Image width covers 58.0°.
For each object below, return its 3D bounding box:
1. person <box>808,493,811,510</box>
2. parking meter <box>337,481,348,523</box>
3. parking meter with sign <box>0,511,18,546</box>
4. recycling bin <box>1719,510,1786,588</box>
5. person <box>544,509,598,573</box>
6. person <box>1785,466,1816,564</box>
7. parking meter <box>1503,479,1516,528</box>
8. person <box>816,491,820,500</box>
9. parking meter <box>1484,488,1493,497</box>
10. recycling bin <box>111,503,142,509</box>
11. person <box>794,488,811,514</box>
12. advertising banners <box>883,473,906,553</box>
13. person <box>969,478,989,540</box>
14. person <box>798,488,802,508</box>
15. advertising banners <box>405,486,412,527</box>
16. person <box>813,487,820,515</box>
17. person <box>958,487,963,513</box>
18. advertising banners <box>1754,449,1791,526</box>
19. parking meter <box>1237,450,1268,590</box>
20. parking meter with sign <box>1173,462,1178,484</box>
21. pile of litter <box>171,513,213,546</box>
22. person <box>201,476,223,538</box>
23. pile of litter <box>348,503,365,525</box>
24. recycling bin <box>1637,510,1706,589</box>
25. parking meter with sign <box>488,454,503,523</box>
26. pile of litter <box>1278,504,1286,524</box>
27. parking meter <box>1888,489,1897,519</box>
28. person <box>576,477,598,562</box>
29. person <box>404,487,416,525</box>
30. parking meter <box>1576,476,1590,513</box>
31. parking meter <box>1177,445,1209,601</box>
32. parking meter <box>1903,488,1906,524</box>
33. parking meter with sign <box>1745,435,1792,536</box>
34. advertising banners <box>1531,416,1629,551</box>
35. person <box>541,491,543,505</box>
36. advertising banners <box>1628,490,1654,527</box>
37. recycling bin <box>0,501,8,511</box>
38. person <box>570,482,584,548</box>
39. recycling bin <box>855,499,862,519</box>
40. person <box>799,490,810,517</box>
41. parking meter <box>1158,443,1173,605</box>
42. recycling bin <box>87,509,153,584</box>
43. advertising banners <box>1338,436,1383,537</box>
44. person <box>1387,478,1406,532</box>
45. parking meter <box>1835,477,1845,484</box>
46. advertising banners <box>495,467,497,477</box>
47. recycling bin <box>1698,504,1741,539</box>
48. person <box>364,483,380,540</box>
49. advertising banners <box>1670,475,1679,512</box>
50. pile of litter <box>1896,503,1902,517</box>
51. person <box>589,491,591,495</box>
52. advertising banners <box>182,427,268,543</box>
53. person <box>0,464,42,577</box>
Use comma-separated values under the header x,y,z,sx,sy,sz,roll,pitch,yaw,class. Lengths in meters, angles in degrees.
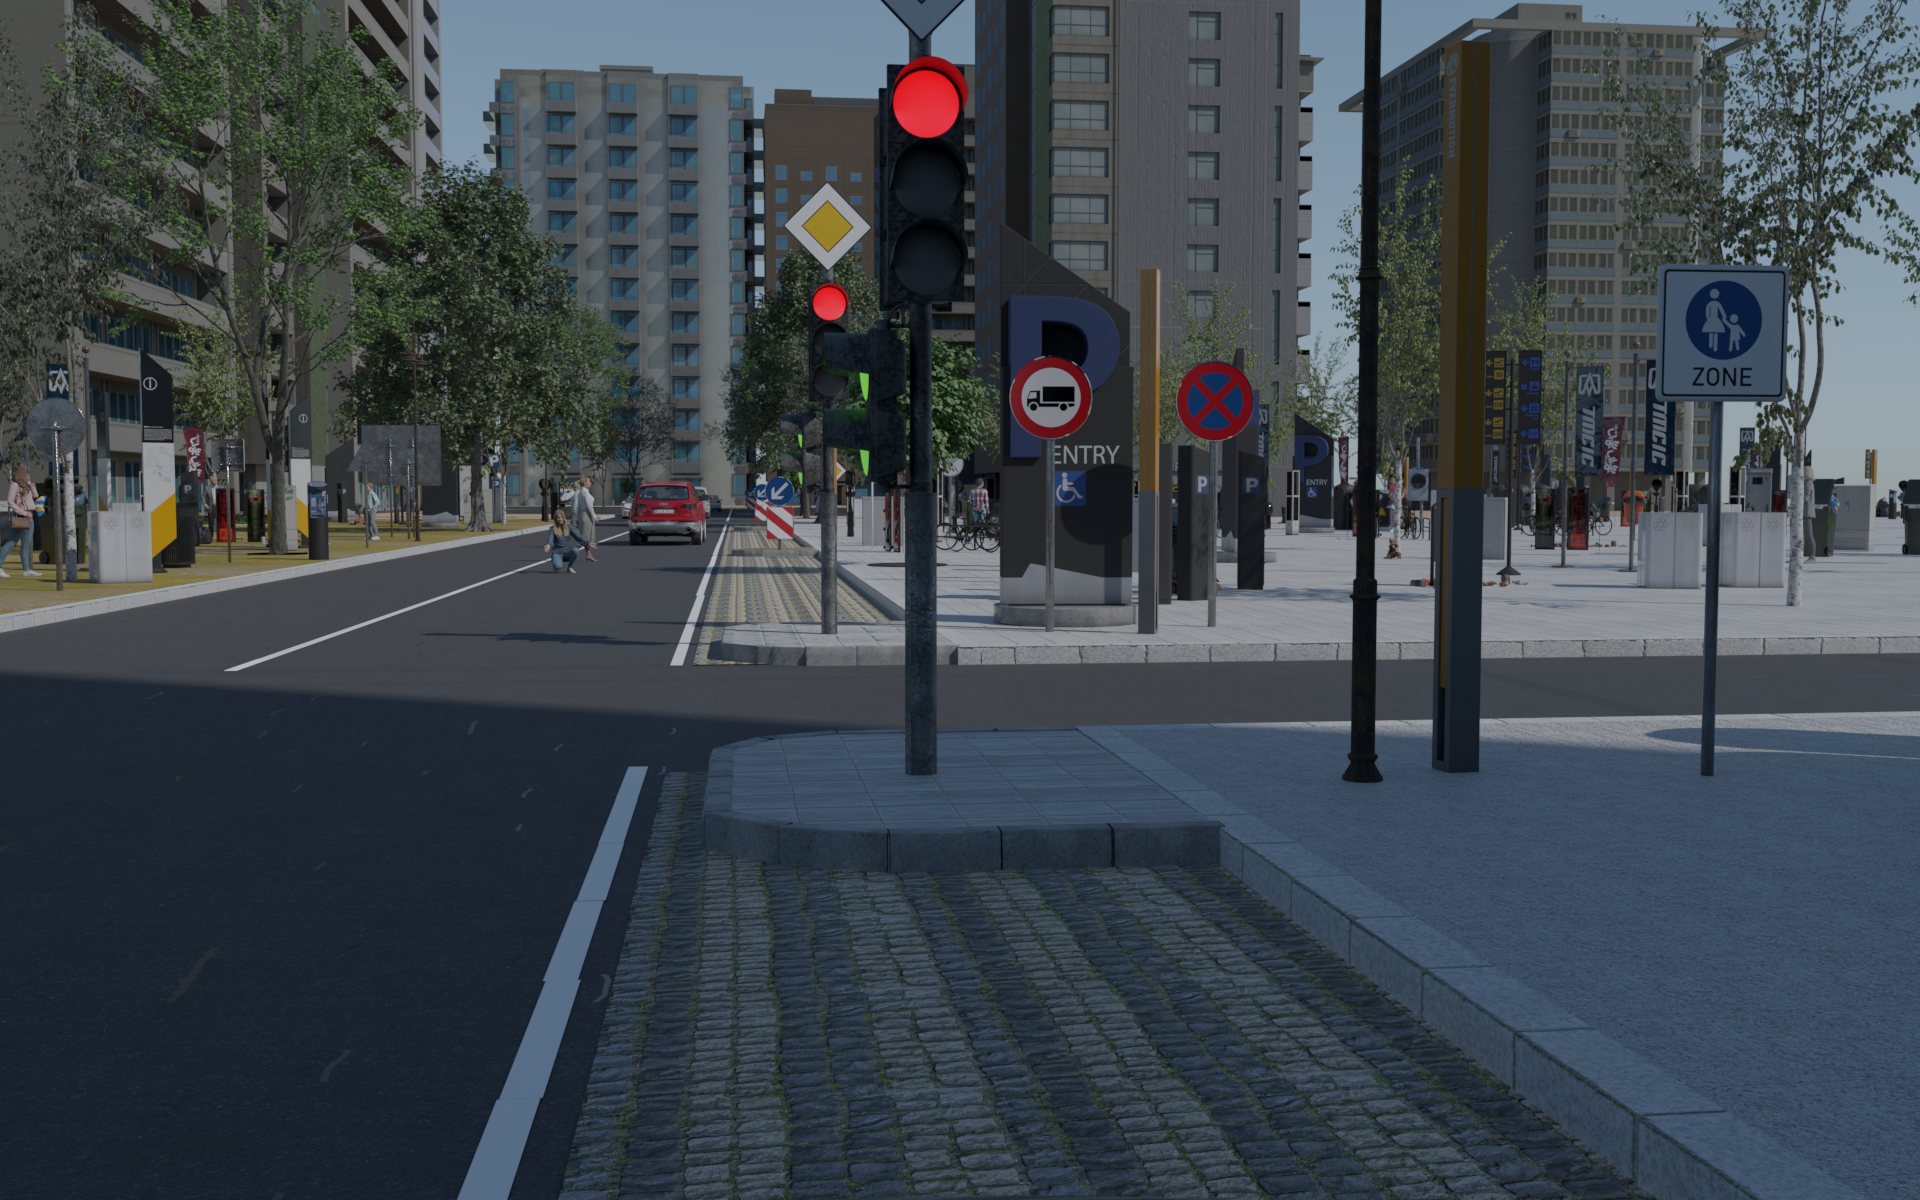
x,y,z,sx,sy,sz,roll,pitch,yaw,class
-12.181,-8.095,139.072,0.621,1.740,0.551,3,5,44,person
-27.511,-4.368,77.125,0.255,1.863,0.399,2,4,25,parking meter
-24.110,-2.822,42.401,1.738,3.016,0.543,-2,4,-23,parking meter with sign
10.933,-0.700,23.997,0.722,1.027,0.722,0,4,2,recycling bin
-7.110,-1.068,31.464,1.012,1.151,0.738,-2,4,-24,person
15.565,-1.578,32.027,0.526,1.800,0.537,2,4,29,person
20.881,-3.677,65.832,0.399,1.863,0.255,0,4,0,parking meter
-8.195,-5.984,103.965,1.350,1.814,0.705,3,5,40,person
23.399,-4.150,76.259,0.372,1.533,0.369,0,3,0,parking meter
-23.448,-2.214,48.750,0.722,1.027,0.722,-1,4,-20,recycling bin
-10.196,-6.465,112.431,1.217,1.739,0.721,1,4,23,person
-1.393,-2.561,38.054,0.090,3.025,2.074,-1,4,-17,advertising banners
0.532,-2.561,48.750,0.563,1.720,0.643,1,4,19,person
-15.044,-9.643,163.686,0.705,1.826,1.348,1,4,11,person
-21.414,-4.352,67.338,0.090,3.025,2.074,-2,4,-25,advertising banners
-8.707,-6.121,106.790,0.621,1.740,0.551,1,4,13,person
0.077,-6.892,118.741,0.705,1.822,1.348,3,5,41,person
30.958,-4.233,65.405,2.074,3.025,0.090,3,4,37,advertising banners
3.929,-1.072,23.234,0.399,1.863,0.255,1,4,11,parking meter
11.056,-5.917,93.000,1.738,3.016,0.543,-2,4,-32,parking meter with sign
-19.654,-1.831,43.901,1.176,0.858,1.719,1,4,15,pile of litter
-20.266,-2.491,47.162,0.661,1.777,0.834,-3,5,-44,person
-24.956,-3.567,72.290,1.176,0.858,1.719,0,4,-7,pile of litter
9.710,-0.682,23.709,0.722,1.027,0.722,1,4,12,recycling bin
-20.490,-4.926,76.803,0.543,3.016,1.738,0,4,-5,parking meter with sign
14.443,-3.761,75.452,1.176,0.858,1.719,1,4,14,pile of litter
47.518,-4.882,88.227,0.372,1.533,0.369,0,3,0,parking meter
-7.958,-1.701,36.542,0.641,1.798,0.478,-1,4,-20,person
-22.193,-3.928,70.286,0.654,1.822,0.581,-3,5,-43,person
16.789,-2.507,46.700,0.255,1.863,0.399,3,5,44,parking meter
2.837,-0.930,20.915,0.399,1.863,0.255,-3,5,-40,parking meter
40.937,-4.059,74.777,0.372,1.533,0.369,0,3,0,parking meter
23.846,-3.397,51.798,1.738,3.016,0.543,1,4,10,parking meter with sign
14.112,-2.653,39.570,2.074,3.025,0.090,3,4,37,advertising banners
-39.044,-9.528,162.488,0.551,1.740,0.621,0,4,4,person
26.216,-4.390,67.965,2.074,3.025,0.090,0,4,-5,advertising banners
-34.433,-3.018,61.891,0.722,1.027,0.722,-3,4,-38,recycling bin
-10.180,-2.288,46.390,0.515,1.767,0.782,0,4,4,person
-5.388,-4.761,90.392,0.722,1.027,0.722,-2,4,-29,recycling bin
-8.830,-5.630,98.538,0.683,1.767,0.568,0,4,7,person
2.305,-0.887,20.214,0.255,1.863,0.399,-1,4,-11,parking meter
-12.214,-0.772,25.181,0.722,1.027,0.722,-3,4,-37,recycling bin
12.005,-3.419,52.096,0.090,3.025,2.074,-2,4,-26,advertising banners
14.577,-3.180,58.013,0.580,1.828,0.573,-1,4,-22,person
30.091,-3.284,59.412,0.399,1.863,0.255,1,4,23,parking meter
-21.217,-5.043,78.643,0.090,3.025,2.074,-2,4,-25,advertising banners
18.681,-1.838,42.610,0.722,1.027,0.722,-1,4,-23,recycling bin
-16.607,-2.504,48.794,0.330,1.601,0.589,-3,5,-43,person
14.915,-2.447,36.196,0.090,3.025,2.074,2,4,26,advertising banners
53.178,-5.118,97.638,1.719,0.858,1.176,2,4,35,pile of litter
-35.771,-9.701,167.908,0.445,1.727,0.742,-3,4,-38,person
-19.393,-3.032,45.760,2.074,3.025,0.090,-1,4,-13,advertising banners
-14.671,-1.240,26.903,0.643,1.750,0.593,-1,4,-12,person
